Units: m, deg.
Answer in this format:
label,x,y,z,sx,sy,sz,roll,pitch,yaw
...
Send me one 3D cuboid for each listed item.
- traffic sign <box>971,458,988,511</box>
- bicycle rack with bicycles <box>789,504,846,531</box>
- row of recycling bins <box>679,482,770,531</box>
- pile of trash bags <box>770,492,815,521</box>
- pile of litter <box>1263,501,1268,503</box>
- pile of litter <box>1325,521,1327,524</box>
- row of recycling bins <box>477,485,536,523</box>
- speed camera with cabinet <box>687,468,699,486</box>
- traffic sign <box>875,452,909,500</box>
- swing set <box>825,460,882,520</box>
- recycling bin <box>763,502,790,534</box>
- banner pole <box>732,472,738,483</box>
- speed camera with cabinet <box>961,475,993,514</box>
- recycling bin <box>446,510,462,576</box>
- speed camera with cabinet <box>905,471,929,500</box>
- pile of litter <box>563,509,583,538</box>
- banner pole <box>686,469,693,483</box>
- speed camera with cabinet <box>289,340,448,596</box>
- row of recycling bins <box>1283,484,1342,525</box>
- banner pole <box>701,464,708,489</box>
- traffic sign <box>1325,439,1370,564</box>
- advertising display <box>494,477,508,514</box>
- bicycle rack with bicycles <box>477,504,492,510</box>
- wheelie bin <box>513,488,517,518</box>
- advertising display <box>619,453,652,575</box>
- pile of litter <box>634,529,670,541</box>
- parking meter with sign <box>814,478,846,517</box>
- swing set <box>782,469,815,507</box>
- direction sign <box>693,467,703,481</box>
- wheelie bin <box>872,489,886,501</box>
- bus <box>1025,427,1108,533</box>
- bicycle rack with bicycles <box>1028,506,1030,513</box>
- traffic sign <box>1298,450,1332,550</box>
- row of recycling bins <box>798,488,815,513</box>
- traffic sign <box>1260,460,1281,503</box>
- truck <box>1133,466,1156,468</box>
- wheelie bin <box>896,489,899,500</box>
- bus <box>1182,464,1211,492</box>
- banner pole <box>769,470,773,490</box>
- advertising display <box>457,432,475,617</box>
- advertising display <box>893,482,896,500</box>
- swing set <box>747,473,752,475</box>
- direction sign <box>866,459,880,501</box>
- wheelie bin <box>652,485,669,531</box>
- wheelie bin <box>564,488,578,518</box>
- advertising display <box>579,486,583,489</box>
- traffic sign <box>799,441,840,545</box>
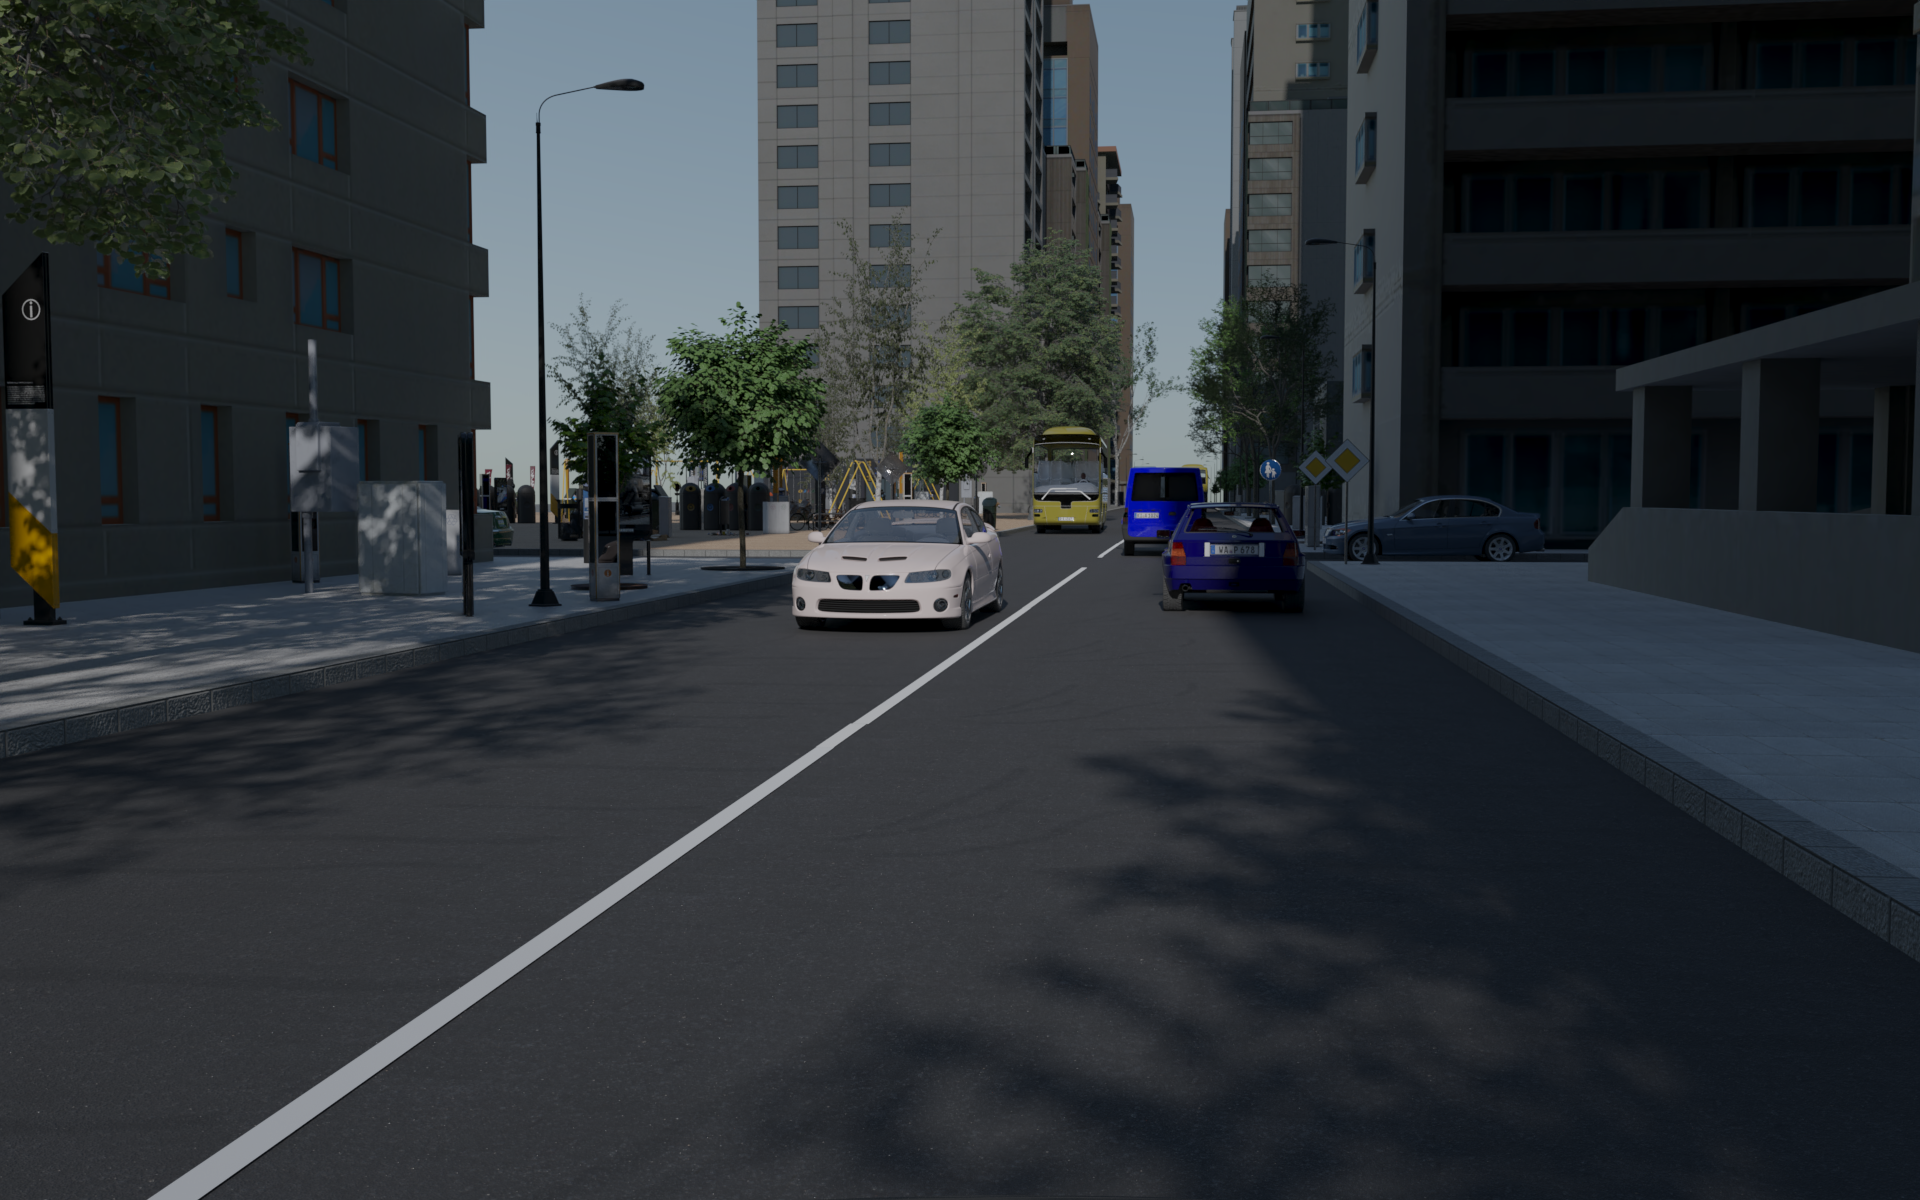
label,x,y,z,sx,sy,sz,roll,pitch,yaw
traffic sign,0.540,-3.525,57.732,0.768,2.556,0.104,1,4,14
bicycle rack with bicycles,-4.520,-2.897,60.744,2.925,0.926,2.852,-1,4,-9
row of recycling bins,-8.335,-3.317,61.344,3.534,1.692,1.069,1,4,20
pile of trash bags,-8.579,-4.558,84.281,1.912,1.369,3.447,-3,5,-41
pile of litter,18.912,-5.679,106.814,1.719,0.858,1.176,1,4,10
pile of litter,16.342,-3.718,74.750,1.719,0.858,1.176,-1,4,-14
row of recycling bins,-20.329,-4.225,76.189,3.534,1.692,1.069,1,4,13
speed camera with cabinet,-13.552,-5.712,87.721,0.660,3.252,2.038,-1,4,-10
traffic sign,-1.606,-2.273,40.798,0.795,2.450,0.064,0,4,8
swing set,-4.777,-5.151,81.846,2.862,2.851,3.119,0,4,4
recycling bin,-5.945,-2.657,55.996,0.722,1.027,0.722,-1,4,-20
banner pole,-13.444,-6.971,103.990,0.863,3.779,0.401,-1,4,-19
speed camera with cabinet,1.101,-7.218,112.356,2.038,3.252,0.660,0,4,-2
recycling bin,-8.335,-0.910,27.427,0.722,1.027,0.722,-2,4,-32
speed camera with cabinet,-3.083,-7.472,116.506,2.038,3.252,0.660,-2,4,-27
pile of litter,-10.885,-2.213,50.147,1.176,0.858,1.719,3,5,44
banner pole,-16.875,-7.232,108.265,0.863,3.779,0.401,0,4,6
speed camera with cabinet,-7.589,-1.704,22.204,2.038,3.252,0.660,1,4,21
row of recycling bins,15.090,-3.927,71.315,3.534,1.692,1.069,-1,4,-9
banner pole,-13.774,-6.308,93.149,0.401,3.779,0.863,2,4,28
traffic sign,7.046,-1.708,31.574,0.795,2.450,0.064,0,4,8
advertising display,-17.796,-3.787,67.127,0.123,1.923,0.974,1,4,9
bicycle rack with bicycles,-20.898,-3.693,73.768,2.852,0.926,2.925,0,4,-5
wheelie bin,-23.919,-5.123,91.671,0.980,1.594,0.693,-3,5,-44
advertising display,-5.349,-1.351,27.297,0.974,1.923,0.123,-1,4,-15
pile of litter,-8.613,-2.078,47.936,1.176,0.858,1.719,0,4,5
parking meter with sign,-7.147,-6.060,95.336,1.738,3.016,0.543,0,4,-6
swing set,-9.576,-6.793,108.681,3.119,2.851,2.862,1,4,12
direction sign,-16.154,-7.028,106.907,0.876,3.537,0.379,3,4,36
wheelie bin,-5.417,-6.659,116.777,0.980,1.594,0.693,-3,4,-36
bus,4.323,-4.596,66.692,2.896,3.916,12.252,0,4,6
bicycle rack with bicycles,5.935,-5.666,106.029,2.925,0.926,2.852,2,4,27
traffic sign,8.100,-2.192,39.490,0.795,2.450,0.064,0,4,8
row of recycling bins,-9.873,-6.601,115.043,1.069,1.692,3.534,-2,4,-24
traffic sign,11.467,-3.907,63.985,0.768,2.556,0.104,1,4,15
truck,18.502,-11.229,173.357,2.967,4.110,18.799,0,4,6
wheelie bin,-3.500,-5.869,103.859,0.980,1.594,0.693,0,4,-7
bus,18.973,-9.165,141.395,2.896,3.916,12.252,1,4,8
banner pole,-11.514,-7.095,106.019,0.863,3.779,0.401,3,4,37
advertising display,-5.262,-0.811,18.467,0.123,1.923,0.974,-1,4,-18
advertising display,-3.043,-4.581,80.107,0.123,1.923,0.974,0,4,1
swing set,-12.344,-6.364,101.677,2.862,2.851,3.119,0,4,-2
direction sign,-5.641,-7.362,112.363,0.876,3.537,0.379,0,4,8
wheelie bin,-10.271,-3.111,58.770,0.693,1.594,0.980,1,4,12
wheelie bin,-20.207,-5.041,90.324,0.980,1.594,0.693,3,5,39
advertising display,-18.552,-4.952,86.185,0.974,1.923,0.123,2,4,29
traffic sign,-2.660,-1.788,32.882,0.795,2.450,0.064,0,4,8
